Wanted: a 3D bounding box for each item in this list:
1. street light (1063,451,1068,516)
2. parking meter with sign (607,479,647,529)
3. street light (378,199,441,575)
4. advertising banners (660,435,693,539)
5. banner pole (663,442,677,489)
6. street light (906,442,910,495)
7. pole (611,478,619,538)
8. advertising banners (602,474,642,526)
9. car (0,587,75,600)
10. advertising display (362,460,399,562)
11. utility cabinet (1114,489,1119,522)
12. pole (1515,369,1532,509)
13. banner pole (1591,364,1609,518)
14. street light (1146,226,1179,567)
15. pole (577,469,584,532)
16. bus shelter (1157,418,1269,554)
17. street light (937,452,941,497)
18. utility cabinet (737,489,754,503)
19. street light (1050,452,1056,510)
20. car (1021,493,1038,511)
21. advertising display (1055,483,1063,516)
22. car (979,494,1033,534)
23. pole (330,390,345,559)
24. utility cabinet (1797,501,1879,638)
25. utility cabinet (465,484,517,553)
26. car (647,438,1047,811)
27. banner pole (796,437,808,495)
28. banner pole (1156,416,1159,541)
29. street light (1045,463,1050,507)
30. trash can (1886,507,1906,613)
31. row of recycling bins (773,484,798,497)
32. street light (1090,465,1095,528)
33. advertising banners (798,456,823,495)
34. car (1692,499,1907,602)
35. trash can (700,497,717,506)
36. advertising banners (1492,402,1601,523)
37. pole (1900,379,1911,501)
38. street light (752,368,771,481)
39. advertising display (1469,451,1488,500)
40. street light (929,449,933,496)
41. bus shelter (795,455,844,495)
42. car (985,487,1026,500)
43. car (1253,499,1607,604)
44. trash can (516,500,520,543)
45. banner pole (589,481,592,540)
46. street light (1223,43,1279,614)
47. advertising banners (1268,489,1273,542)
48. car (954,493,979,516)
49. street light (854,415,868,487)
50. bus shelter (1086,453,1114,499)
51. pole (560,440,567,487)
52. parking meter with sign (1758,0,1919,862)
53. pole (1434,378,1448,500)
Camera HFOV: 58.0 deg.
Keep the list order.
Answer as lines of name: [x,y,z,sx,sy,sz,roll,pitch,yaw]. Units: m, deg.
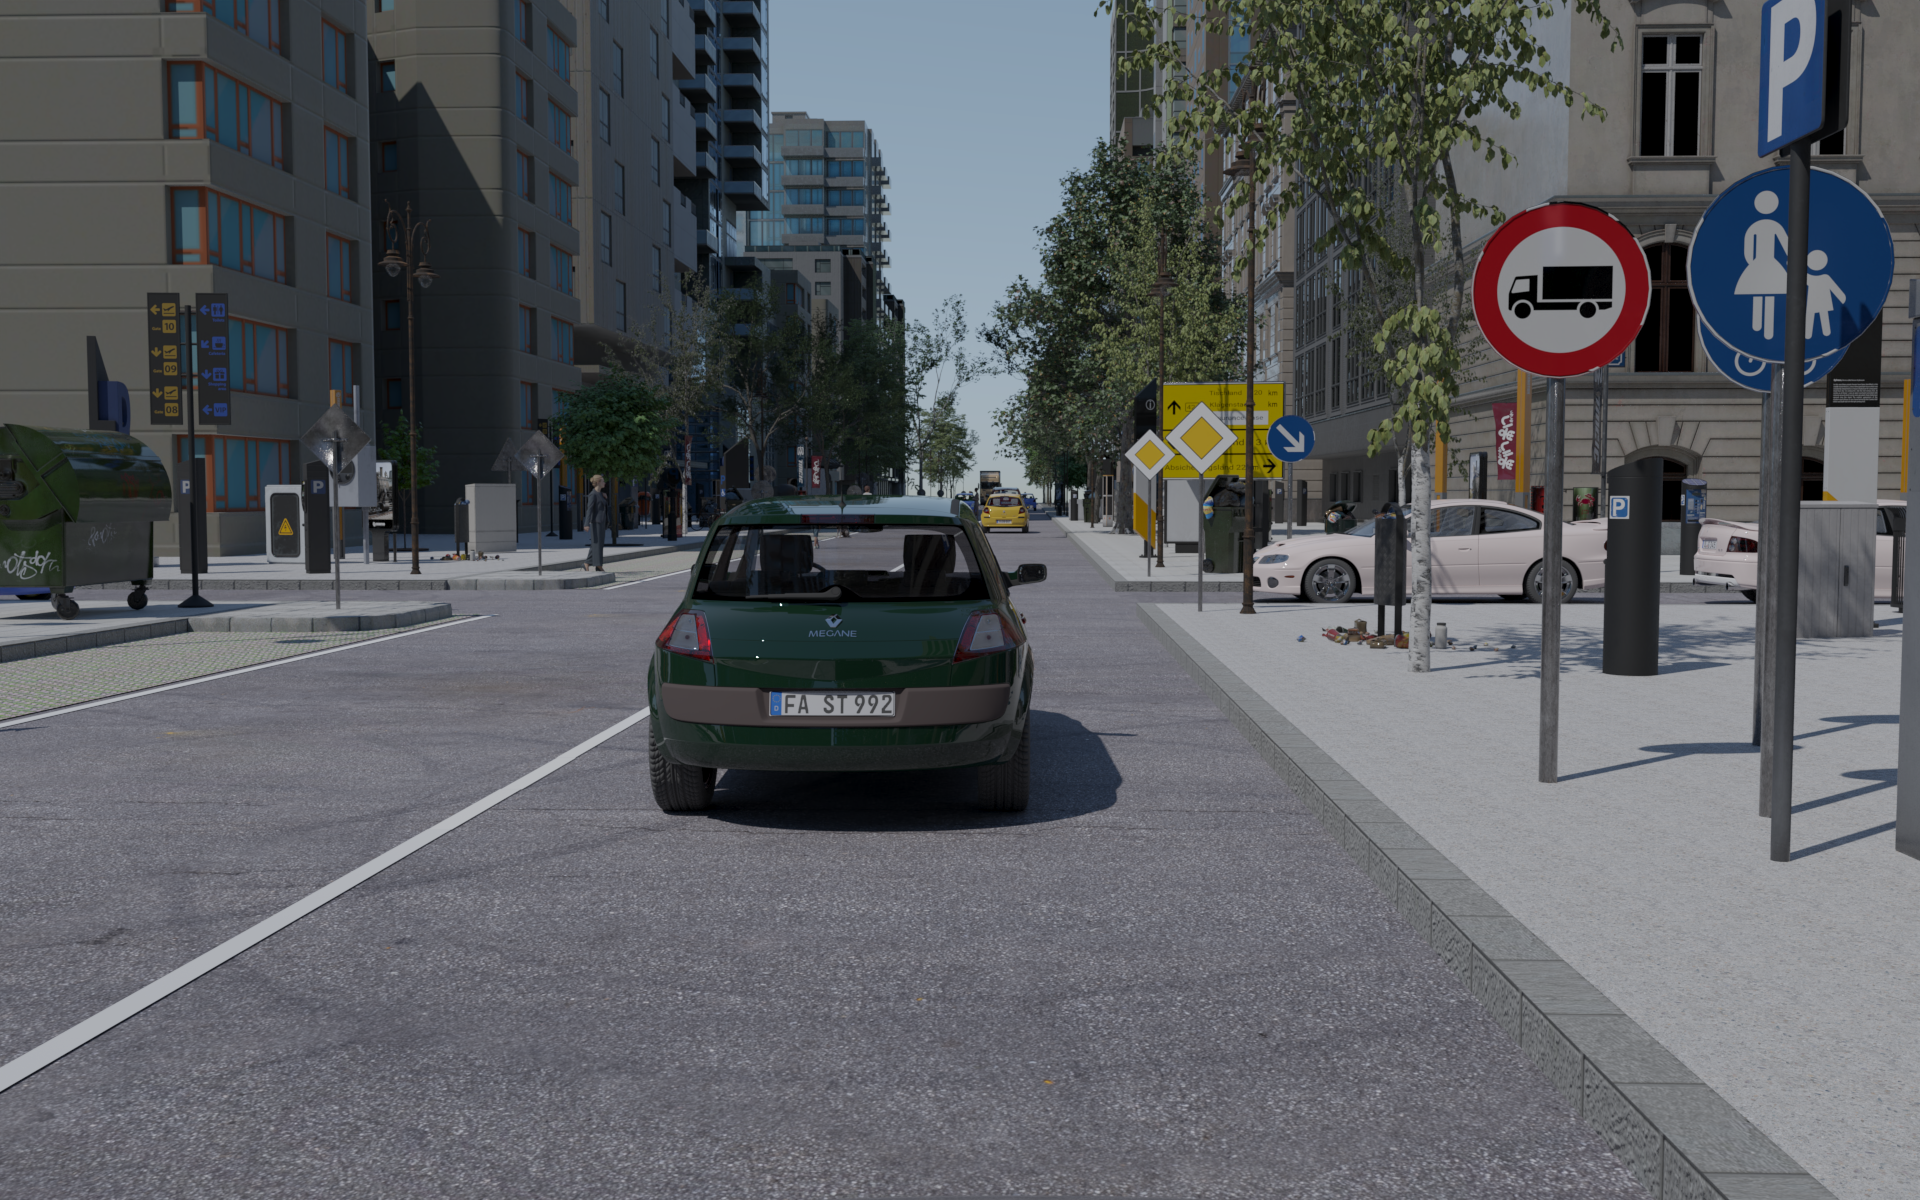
street light: [6.500,-8.256,107.772,0.468,5.910,1.993,0,4,2]
parking meter with sign: [-12.284,-4.144,64.015,1.738,3.016,0.543,2,4,27]
street light: [-8.704,-3.348,27.522,0.468,5.910,1.993,0,4,2]
advertising banners: [-8.283,-3.338,50.763,0.090,3.025,2.074,1,4,17]
banner pole: [-13.861,-5.697,83.164,0.863,3.779,0.401,1,4,15]
street light: [-4.214,-10.207,139.673,0.468,5.910,1.993,0,4,2]
pole: [-10.165,-3.491,50.923,0.158,3.312,0.155,0,3,0]
advertising banners: [-13.936,-4.549,70.565,2.074,3.025,0.090,1,4,12]
car: [-13.387,-0.773,22.234,3.694,1.707,1.945,0,4,3]
advertising display: [-11.010,-1.692,32.875,0.974,1.923,0.123,2,4,35]
utility cabinet: [7.451,-4.321,79.320,0.318,1.500,1.173,2,4,31]
pole: [8.612,-1.997,26.493,0.158,3.312,0.155,0,3,0]
banner pole: [10.013,-2.269,27.108,0.401,3.779,0.863,3,4,37]
street light: [3.506,-3.509,30.161,0.468,5.910,1.993,0,4,2]
pole: [-12.954,-3.986,59.018,0.158,3.312,0.155,0,3,0]
bus shelter: [5.108,-2.508,34.926,2.014,3.302,5.546,0,4,2]
street light: [-2.295,-13.125,187.386,0.468,5.910,1.993,0,4,2]
utility cabinet: [-8.572,-3.668,68.651,1.173,1.500,0.318,0,4,-6]
street light: [7.863,-10.393,142.706,0.468,5.910,1.993,0,4,2]
car: [5.696,-8.481,148.254,1.945,1.707,3.694,0,4,1]
advertising display: [5.773,-5.845,100.784,0.123,1.923,0.974,-1,4,-16]
car: [1.702,-3.313,64.392,2.015,1.641,3.980,0,4,3]
pole: [-12.233,-2.459,34.042,0.158,3.312,0.155,0,3,0]
utility cabinet: [7.699,-0.268,15.552,1.020,1.237,0.306,-1,4,-13]
utility cabinet: [-10.190,-1.770,37.622,0.318,1.500,1.173,2,4,32]
car: [-0.518,0.035,9.222,2.009,1.686,4.222,0,4,0]
banner pole: [-6.924,-5.290,76.511,0.863,3.779,0.401,3,5,41]
banner pole: [5.422,-3.518,47.536,0.401,3.779,0.863,-2,4,-26]
street light: [9.286,-12.550,177.984,0.468,5.910,1.993,0,4,2]
trash can: [10.378,-0.428,18.647,0.748,1.137,0.748,0,3,0]
row of recycling bins: [-7.233,-3.939,71.516,1.069,1.692,3.534,0,4,-2]
street light: [5.008,-5.662,65.368,0.468,5.910,1.993,0,4,2]
advertising banners: [-7.228,-5.030,78.426,2.074,3.025,0.090,-1,4,-15]
car: [11.880,-0.585,21.927,4.827,1.381,2.083,0,4,4]
trash can: [-11.075,-3.962,76.436,0.748,1.137,0.748,0,3,0]
advertising banners: [11.018,-2.225,32.566,2.074,3.025,0.090,2,4,32]
pole: [16.898,-2.265,30.877,0.158,3.312,0.155,0,3,0]
street light: [-7.257,-5.552,63.556,0.468,5.910,1.993,0,4,2]
advertising display: [7.946,-1.308,26.607,0.123,1.923,0.974,0,4,7]
street light: [-2.946,-12.344,174.611,0.468,5.910,1.993,0,4,2]
bus shelter: [-7.538,-6.069,93.155,2.014,3.302,5.546,0,4,2]
car: [2.528,-5.313,95.536,2.281,1.827,5.304,0,4,1]
car: [6.186,-0.638,22.790,4.827,1.381,2.083,0,4,1]
trash can: [-11.383,-1.941,43.389,0.748,1.137,0.748,0,3,0]
banner pole: [-10.258,-3.575,48.466,0.401,3.779,0.863,-2,4,-28]
street light: [3.090,-2.790,18.407,0.468,5.910,1.993,0,4,2]
advertising banners: [8.055,-3.027,45.687,0.090,3.025,2.074,1,4,20]
car: [0.320,-6.508,115.991,1.945,1.707,3.694,0,4,2]
street light: [-5.786,-7.744,99.401,0.468,5.910,1.993,0,4,2]
bus shelter: [7.523,-6.335,94.852,1.731,3.624,6.357,0,4,2]
pole: [-11.688,-3.501,51.087,0.158,3.312,0.155,0,3,0]
parking meter with sign: [3.694,-0.590,5.911,1.738,3.016,0.543,0,4,4]
pole: [8.495,-2.247,30.580,0.158,3.312,0.155,0,3,0]
